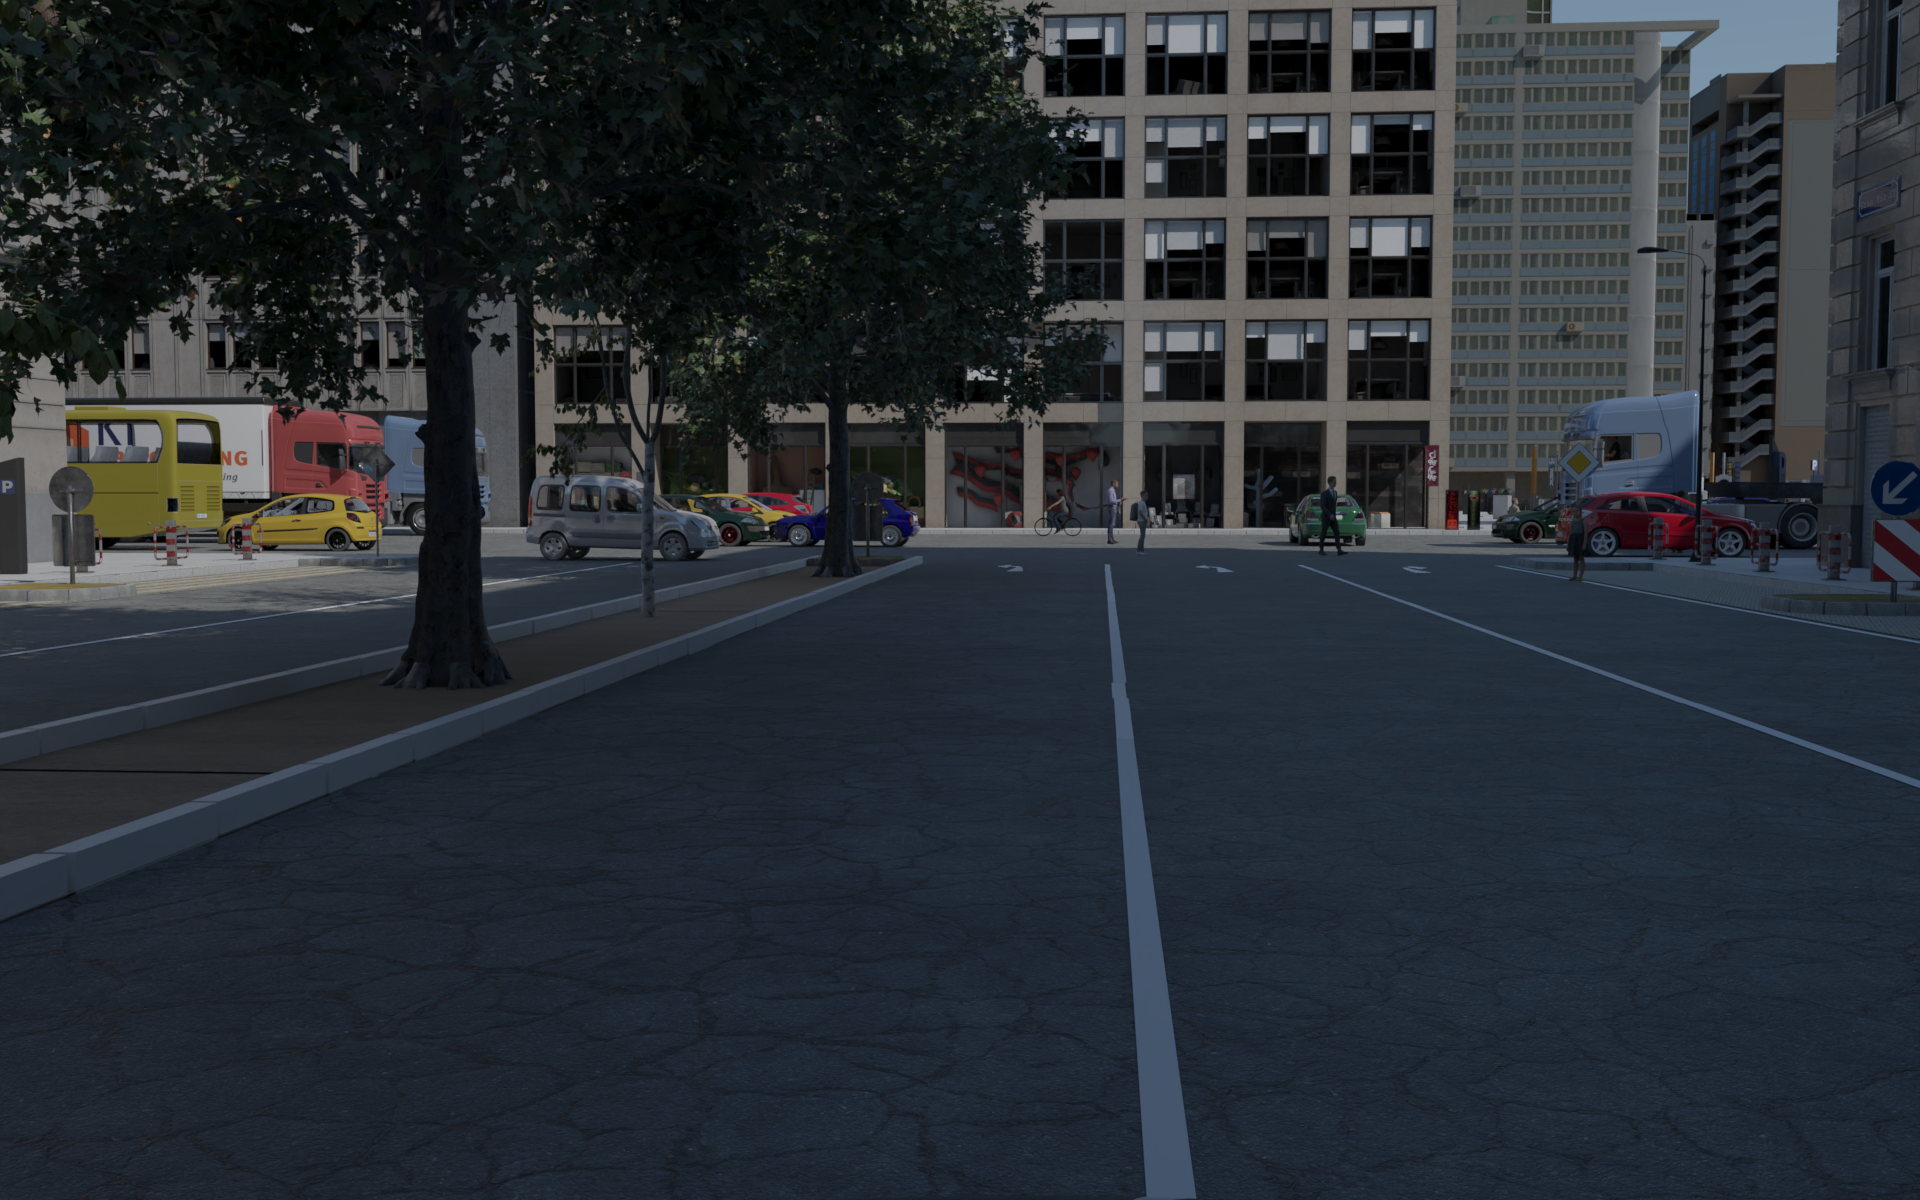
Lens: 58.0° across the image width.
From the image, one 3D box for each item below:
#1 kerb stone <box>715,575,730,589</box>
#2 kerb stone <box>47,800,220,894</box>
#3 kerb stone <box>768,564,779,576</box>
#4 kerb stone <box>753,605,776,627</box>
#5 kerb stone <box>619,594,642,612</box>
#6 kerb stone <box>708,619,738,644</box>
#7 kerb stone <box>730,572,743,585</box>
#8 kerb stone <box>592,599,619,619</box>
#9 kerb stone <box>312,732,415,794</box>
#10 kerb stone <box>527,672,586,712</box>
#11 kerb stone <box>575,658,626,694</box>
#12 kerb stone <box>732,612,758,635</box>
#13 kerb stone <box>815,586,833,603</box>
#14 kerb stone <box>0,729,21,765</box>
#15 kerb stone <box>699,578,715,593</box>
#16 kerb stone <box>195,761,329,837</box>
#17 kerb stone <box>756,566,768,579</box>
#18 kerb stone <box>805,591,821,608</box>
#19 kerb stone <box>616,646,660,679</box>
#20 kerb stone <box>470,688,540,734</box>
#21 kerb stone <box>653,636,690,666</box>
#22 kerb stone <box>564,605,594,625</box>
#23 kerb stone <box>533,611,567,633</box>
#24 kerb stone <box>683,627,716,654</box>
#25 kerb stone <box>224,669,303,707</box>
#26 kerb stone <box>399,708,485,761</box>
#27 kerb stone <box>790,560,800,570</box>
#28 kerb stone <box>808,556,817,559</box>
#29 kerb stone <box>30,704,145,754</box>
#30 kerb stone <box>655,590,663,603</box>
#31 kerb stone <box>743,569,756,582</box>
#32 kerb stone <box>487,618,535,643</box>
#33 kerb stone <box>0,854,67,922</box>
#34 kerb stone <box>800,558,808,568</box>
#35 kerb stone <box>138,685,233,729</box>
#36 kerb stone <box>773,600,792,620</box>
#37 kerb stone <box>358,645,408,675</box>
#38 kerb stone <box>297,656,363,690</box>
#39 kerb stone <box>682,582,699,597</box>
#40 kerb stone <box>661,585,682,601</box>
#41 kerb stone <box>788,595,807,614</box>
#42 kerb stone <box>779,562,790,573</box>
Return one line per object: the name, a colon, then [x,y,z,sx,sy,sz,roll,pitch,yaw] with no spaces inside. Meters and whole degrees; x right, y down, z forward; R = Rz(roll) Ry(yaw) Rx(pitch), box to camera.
kerb stone: [-3.703,-0.253,26.376,0.120,0.150,1.000,0,4,5]
kerb stone: [-3.187,0.947,6.706,0.120,0.150,1.000,0,4,5]
kerb stone: [-3.375,-0.504,30.478,0.120,0.150,1.000,0,4,5]
kerb stone: [-2.195,0.195,19.001,0.120,0.150,1.000,0,4,5]
kerb stone: [-4.124,0.058,21.251,0.120,0.150,1.000,0,4,5]
kerb stone: [-2.362,0.320,16.956,0.120,0.150,1.000,0,4,5]
kerb stone: [-3.628,-0.317,27.399,0.120,0.150,1.000,0,4,5]
kerb stone: [-4.204,0.121,20.221,0.120,0.150,1.000,0,4,5]
kerb stone: [-3.025,0.822,8.759,0.120,0.150,1.000,0,4,5]
kerb stone: [-2.780,0.634,11.835,0.120,0.150,1.000,0,4,5]
kerb stone: [-2.694,0.571,12.858,0.120,0.150,1.000,0,4,5]
kerb stone: [-2.285,0.259,17.979,0.120,0.150,1.000,0,4,5]
kerb stone: [-1.859,-0.055,23.093,0.120,0.150,1.000,0,4,5]
kerb stone: [-5.119,0.810,8.945,0.120,0.150,1.000,0,4,5]
kerb stone: [-3.787,-0.191,25.348,0.120,0.150,1.000,0,4,5]
kerb stone: [-3.113,0.884,7.736,0.120,0.150,1.000,0,4,5]
kerb stone: [-3.459,-0.444,29.454,0.120,0.150,1.000,0,4,5]
kerb stone: [-1.945,0.014,22.071,0.120,0.150,1.000,0,4,5]
kerb stone: [-2.614,0.509,13.881,0.120,0.150,1.000,0,4,5]
kerb stone: [-2.857,0.699,10.811,0.120,0.150,1.000,0,4,5]
kerb stone: [-2.527,0.446,14.911,0.120,0.150,1.000,0,4,5]
kerb stone: [-4.290,0.183,19.199,0.120,0.150,1.000,0,4,5]
kerb stone: [-4.362,0.246,18.173,0.120,0.150,1.000,0,4,5]
kerb stone: [-2.436,0.383,15.933,0.120,0.150,1.000,0,4,5]
kerb stone: [-4.866,0.622,12.023,0.120,0.150,1.000,0,4,5]
kerb stone: [-2.937,0.760,9.786,0.120,0.150,1.000,0,4,5]
kerb stone: [-3.208,-0.626,32.534,0.120,0.150,1.000,0,4,5]
kerb stone: [-3.045,-0.753,34.581,0.120,0.150,1.000,0,4,5]
kerb stone: [-5.042,0.748,9.976,0.120,0.150,1.000,0,4,5]
kerb stone: [-4.040,-0.005,22.273,0.120,0.150,1.000,0,4,5]
kerb stone: [-3.544,-0.381,28.428,0.120,0.150,1.000,0,4,5]
kerb stone: [-4.458,0.309,17.150,0.120,0.150,1.000,0,4,5]
kerb stone: [-3.280,1.010,5.675,0.120,0.150,1.000,0,4,5]
kerb stone: [-3.131,-0.688,33.558,0.120,0.150,1.000,0,4,5]
kerb stone: [-4.943,0.685,10.999,0.120,0.150,1.000,0,4,5]
kerb stone: [-2.115,0.133,20.023,0.120,0.150,1.000,0,4,5]
kerb stone: [-4.702,0.498,14.076,0.120,0.150,1.000,0,4,5]
kerb stone: [-4.792,0.560,13.046,0.120,0.150,1.000,0,4,5]
kerb stone: [-3.871,-0.130,24.318,0.120,0.150,1.000,0,4,5]
kerb stone: [-3.958,-0.067,23.296,0.120,0.150,1.000,0,4,5]
kerb stone: [-2.033,0.072,21.049,0.120,0.150,1.000,0,4,5]
kerb stone: [-3.290,-0.570,31.511,0.120,0.150,1.000,0,4,5]
